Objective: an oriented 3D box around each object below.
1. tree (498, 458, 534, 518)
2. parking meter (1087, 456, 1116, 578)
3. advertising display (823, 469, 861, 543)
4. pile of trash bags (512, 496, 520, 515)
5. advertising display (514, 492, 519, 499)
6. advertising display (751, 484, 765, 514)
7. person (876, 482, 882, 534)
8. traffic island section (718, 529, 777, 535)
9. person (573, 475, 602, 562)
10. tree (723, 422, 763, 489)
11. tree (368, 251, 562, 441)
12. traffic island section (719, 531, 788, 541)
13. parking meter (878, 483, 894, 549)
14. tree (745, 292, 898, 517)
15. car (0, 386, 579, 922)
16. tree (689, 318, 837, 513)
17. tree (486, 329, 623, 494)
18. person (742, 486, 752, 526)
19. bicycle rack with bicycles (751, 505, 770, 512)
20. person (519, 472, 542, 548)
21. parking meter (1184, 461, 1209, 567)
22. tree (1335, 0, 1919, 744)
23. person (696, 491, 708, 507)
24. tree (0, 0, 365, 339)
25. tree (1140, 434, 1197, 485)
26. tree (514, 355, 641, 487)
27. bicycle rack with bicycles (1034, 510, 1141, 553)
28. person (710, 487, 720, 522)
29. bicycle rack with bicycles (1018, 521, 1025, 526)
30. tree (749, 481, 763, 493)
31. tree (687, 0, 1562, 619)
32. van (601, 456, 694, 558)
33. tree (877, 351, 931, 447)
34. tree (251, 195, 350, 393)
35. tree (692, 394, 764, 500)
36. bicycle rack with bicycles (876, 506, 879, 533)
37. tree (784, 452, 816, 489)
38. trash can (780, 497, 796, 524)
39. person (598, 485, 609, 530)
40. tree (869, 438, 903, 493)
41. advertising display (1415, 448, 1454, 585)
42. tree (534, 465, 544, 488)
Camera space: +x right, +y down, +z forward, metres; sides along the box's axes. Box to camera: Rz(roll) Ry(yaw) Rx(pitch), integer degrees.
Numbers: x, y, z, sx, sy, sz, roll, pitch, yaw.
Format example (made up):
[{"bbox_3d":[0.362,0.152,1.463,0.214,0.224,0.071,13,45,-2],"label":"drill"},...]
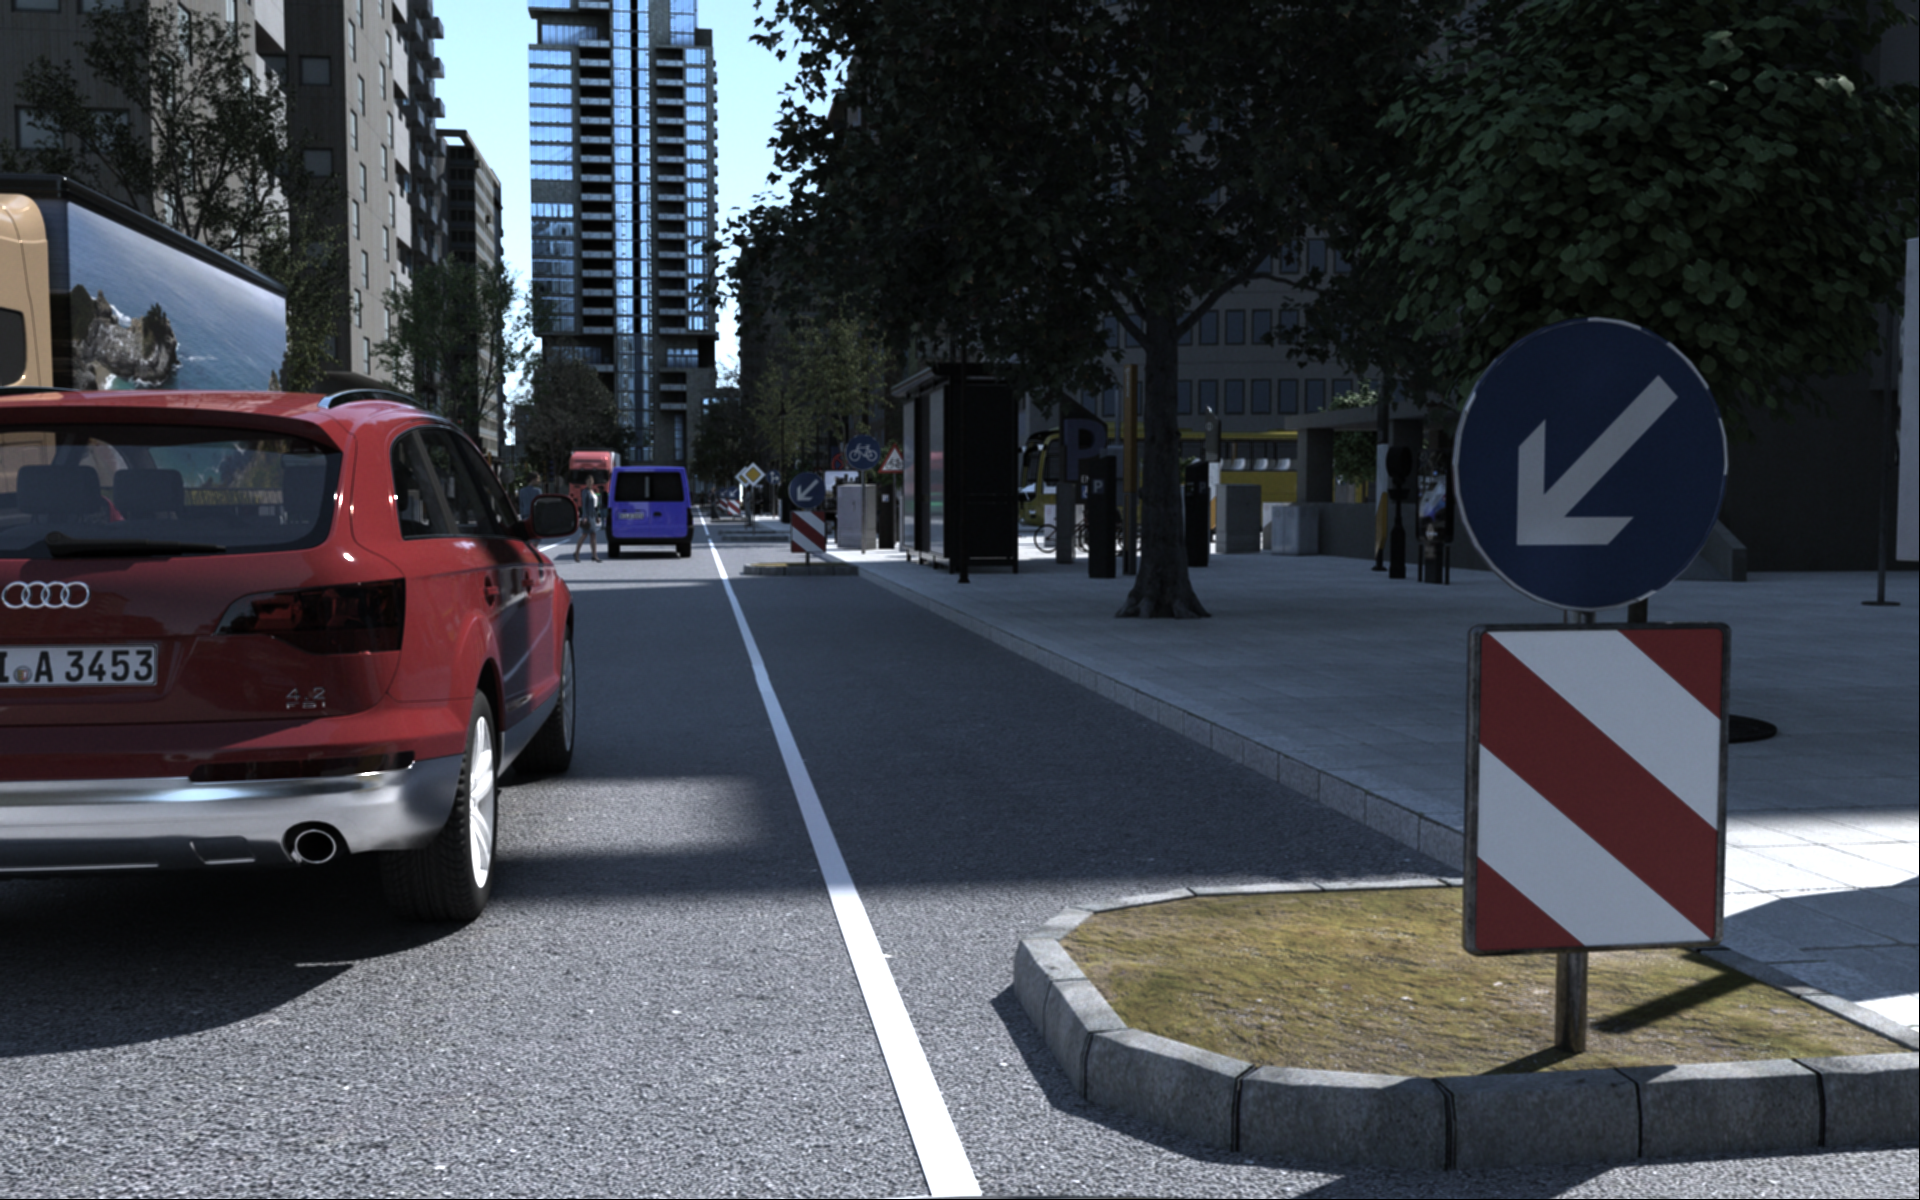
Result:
[{"bbox_3d":[-24.101,-6.047,93.464,1.663,3.219,1.824,0,3,0],"label":"tree"},{"bbox_3d":[2.166,-1.269,26.463,0.399,1.863,0.255,3,4,38],"label":"parking meter"},{"bbox_3d":[-3.065,-2.429,44.935,0.974,1.923,0.123,0,4,4],"label":"advertising display"},{"bbox_3d":[-27.754,-5.918,106.519,1.912,1.369,3.447,3,4,38],"label":"pile of trash bags"},{"bbox_3d":[-28.737,-6.596,113.054,0.123,1.923,0.974,2,4,28],"label":"advertising display"},{"bbox_3d":[-12.944,-6.458,110.798,0.974,1.923,0.123,2,4,27],"label":"advertising display"},{"bbox_3d":[-2.722,-3.009,57.601,0.656,1.842,0.836,0,4,0],"label":"person"},{"bbox_3d":[-7.632,-2.425,61.922,2.009,0.180,2.903,-1,4,-9],"label":"traffic island section"},{"bbox_3d":[-7.832,-1.708,36.444,0.654,1.822,0.581,2,4,32],"label":"person"},{"bbox_3d":[-20.808,-13.280,167.497,4.360,8.622,3.978,0,3,0],"label":"tree"},{"bbox_3d":[-20.956,-9.019,73.215,9.928,11.665,9.643,0,3,0],"label":"tree"},{"bbox_3d":[-6.414,-1.942,54.030,2.009,0.180,2.903,-1,4,-9],"label":"traffic island section"},{"bbox_3d":[-1.729,-1.972,40.655,0.372,1.533,0.369,0,3,0],"label":"parking meter"},{"bbox_3d":[-3.378,-6.064,49.503,4.737,8.622,4.395,0,3,0],"label":"tree"},{"bbox_3d":[-2.805,0.089,7.220,2.281,1.827,5.304,0,4,-7],"label":"car"},{"bbox_3d":[-13.584,-12.842,120.343,12.009,13.543,11.850,0,3,0],"label":"tree"},{"bbox_3d":[-29.964,-13.339,128.457,12.009,13.543,11.850,0,3,0],"label":"tree"},{"bbox_3d":[-9.483,-4.175,76.938,0.466,1.800,0.511,-2,4,-32],"label":"person"},{"bbox_3d":[-14.303,-6.936,126.787,2.852,0.926,2.925,2,4,27],"label":"bicycle rack with bicycles"},{"bbox_3d":[-7.439,-1.314,30.010,0.581,1.822,0.654,3,4,38],"label":"person"},{"bbox_3d":[4.168,-1.518,30.535,0.399,1.863,0.255,-3,5,-39],"label":"parking meter"},{"bbox_3d":[3.646,-1.575,9.471,4.285,4.588,4.351,0,3,0],"label":"tree"},{"bbox_3d":[-27.533,-10.782,184.876,1.348,1.812,0.705,-1,4,-14],"label":"person"},{"bbox_3d":[-14.995,-5.973,32.065,8.767,10.594,7.601,0,4,0],"label":"tree"},{"bbox_3d":[5.677,-3.199,46.907,1.663,3.219,1.824,0,3,0],"label":"tree"},{"bbox_3d":[-31.558,-13.718,141.290,9.611,12.733,9.660,0,3,0],"label":"tree"},{"bbox_3d":[3.376,-1.531,38.410,2.925,0.926,2.852,1,4,21],"label":"bicycle rack with bicycles"},{"bbox_3d":[-12.781,-4.964,90.087,0.534,1.772,0.576,-2,4,-35],"label":"person"},{"bbox_3d":[3.134,-3.454,69.861,2.925,0.926,2.852,1,4,15],"label":"bicycle rack with bicycles"},{"bbox_3d":[-17.320,-9.184,144.757,1.663,3.219,1.824,0,3,0],"label":"tree"},{"bbox_3d":[2.010,-6.168,17.853,9.611,12.733,9.660,0,3,0],"label":"tree"},{"bbox_3d":[-7.333,-2.225,40.756,2.240,2.365,5.245,-1,4,-11],"label":"van"},{"bbox_3d":[-2.273,-8.292,85.942,4.360,8.622,3.978,0,3,0],"label":"tree"},{"bbox_3d":[-16.871,-5.645,42.652,4.737,8.622,4.395,0,3,0],"label":"tree"},{"bbox_3d":[-23.278,-15.310,176.078,9.928,11.665,9.643,0,3,0],"label":"tree"},{"bbox_3d":[-1.726,-2.493,54.136,2.852,0.926,2.925,-1,4,-18],"label":"bicycle rack with bicycles"},{"bbox_3d":[-6.466,-4.773,72.645,1.663,3.219,1.824,0,3,0],"label":"tree"},{"bbox_3d":[-7.458,-3.905,75.508,0.748,1.137,0.748,0,3,0],"label":"trash can"},{"bbox_3d":[-14.211,-3.682,69.052,0.721,1.781,0.623,-3,5,-44],"label":"person"},{"bbox_3d":[-3.821,-7.168,100.915,4.285,4.588,4.351,0,3,0],"label":"tree"},{"bbox_3d":[6.808,-1.201,24.848,0.123,1.923,0.974,-1,4,-11],"label":"advertising display"},{"bbox_3d":[-24.407,-6.285,97.369,1.663,3.219,1.824,0,3,0],"label":"tree"}]
